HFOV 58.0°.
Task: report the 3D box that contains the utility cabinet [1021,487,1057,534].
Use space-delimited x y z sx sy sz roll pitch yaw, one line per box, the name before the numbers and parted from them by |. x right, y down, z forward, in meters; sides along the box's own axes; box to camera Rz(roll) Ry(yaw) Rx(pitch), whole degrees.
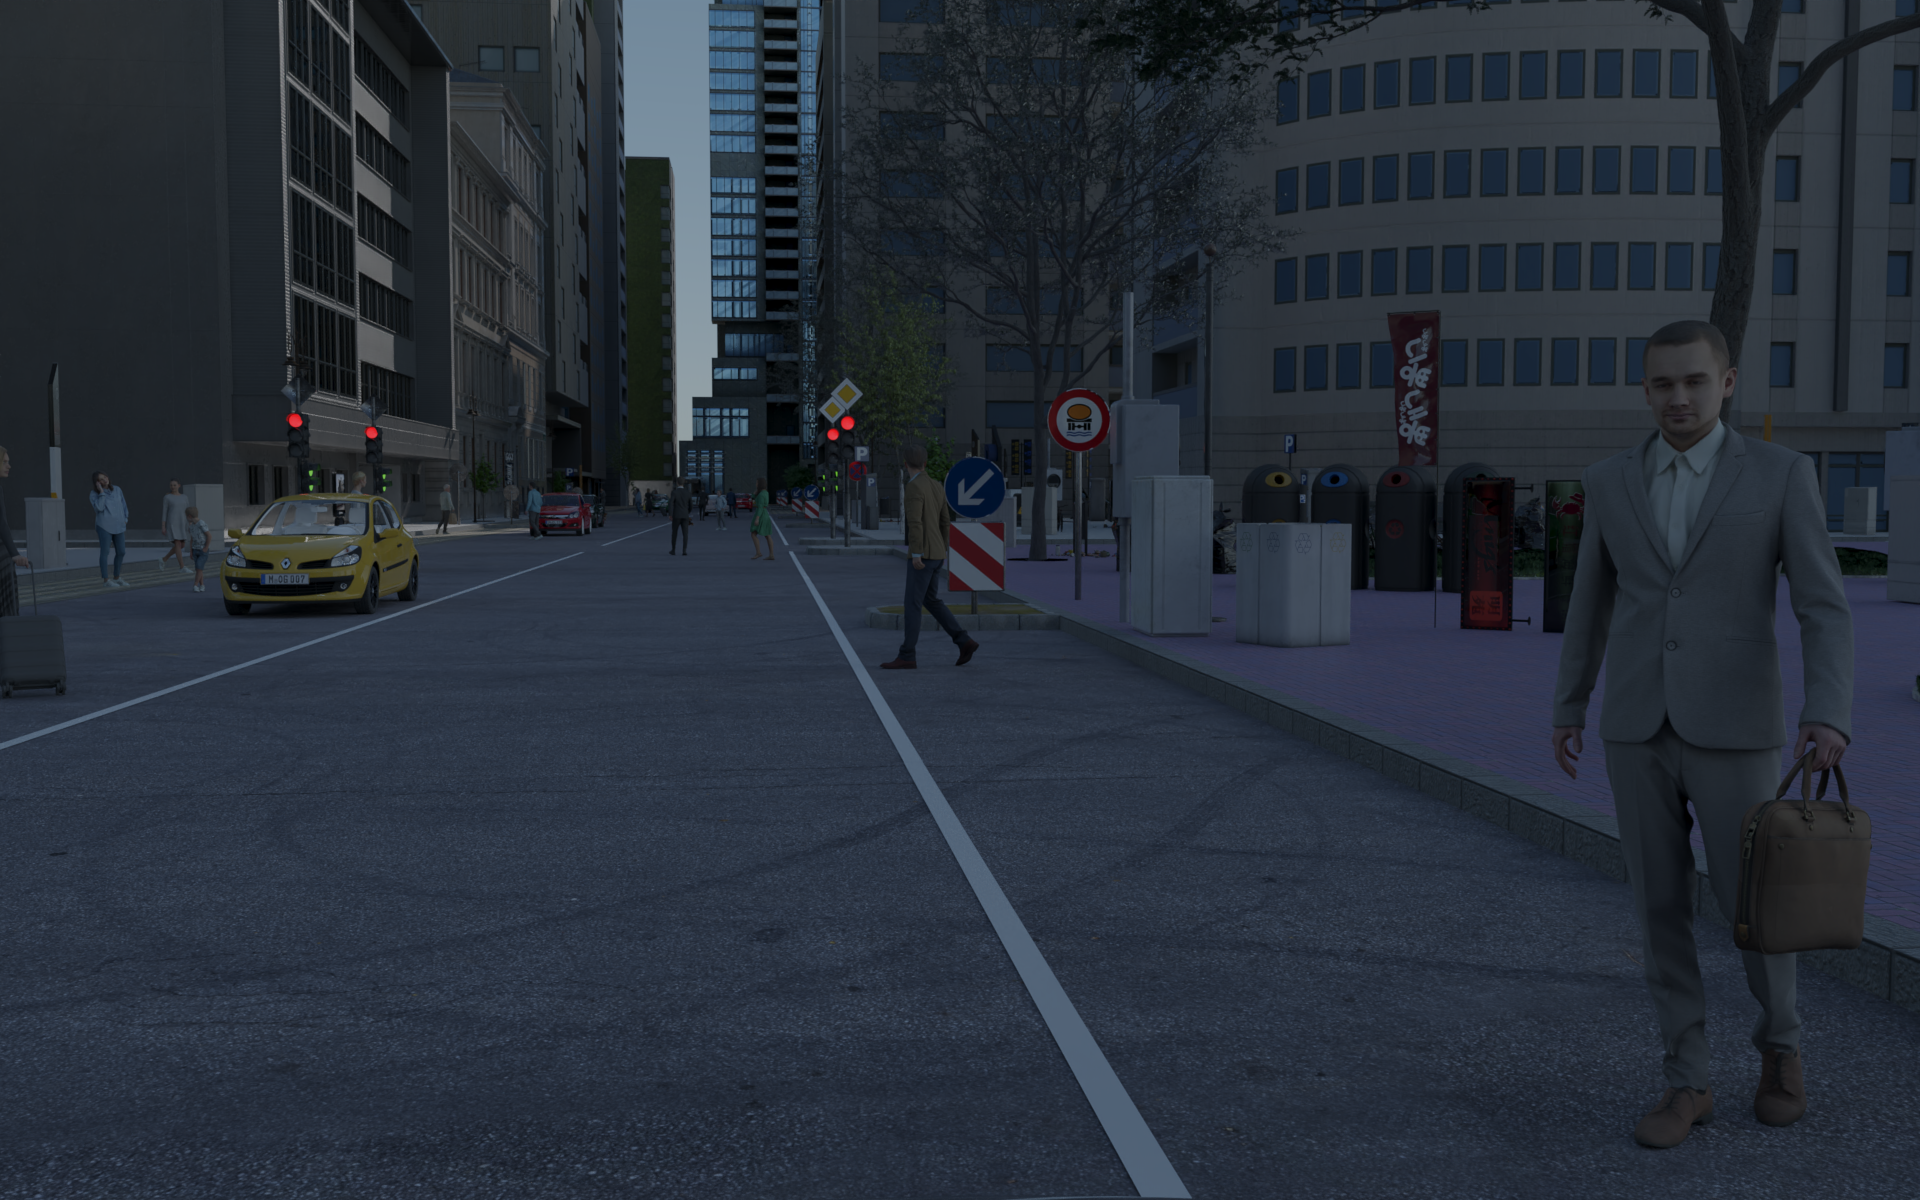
utility cabinet | 2.504 -2.811 54.641 1.173 1.500 0.318 3 4 38

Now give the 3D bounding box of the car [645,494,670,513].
car | -23.221 -7.440 133.447 2.131 1.459 4.920 0 4 -6

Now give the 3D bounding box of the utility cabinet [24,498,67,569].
utility cabinet | -15.854 -1.156 30.060 0.306 1.237 1.020 0 4 -7

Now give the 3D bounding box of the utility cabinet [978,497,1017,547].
utility cabinet | 0.834 -1.874 41.800 1.020 1.237 0.306 1 4 15

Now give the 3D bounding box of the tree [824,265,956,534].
tree | -1.972 -6.393 54.885 4.737 8.622 4.395 0 3 0

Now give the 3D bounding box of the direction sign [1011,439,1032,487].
direction sign | 2.542 -4.867 71.568 0.876 3.537 0.379 1 4 18

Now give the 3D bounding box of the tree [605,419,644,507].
tree | -32.752 -13.402 169.489 4.737 8.622 4.395 0 3 0

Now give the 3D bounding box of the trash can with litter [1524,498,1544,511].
trash can with litter | 16.964 -2.490 52.096 1.055 1.170 0.624 0 4 -7

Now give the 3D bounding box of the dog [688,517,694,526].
dog | -12.341 -3.581 78.742 0.550 0.427 0.748 1 4 20

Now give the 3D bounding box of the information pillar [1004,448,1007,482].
information pillar | 2.340 -5.967 88.908 0.183 3.616 0.504 1 4 14

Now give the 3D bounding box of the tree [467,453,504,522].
tree | -21.984 -5.244 80.346 1.663 3.219 1.824 0 3 0

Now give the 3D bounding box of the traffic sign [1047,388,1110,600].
traffic sign | 1.432 -1.273 20.921 0.768 2.556 0.104 0 4 -2

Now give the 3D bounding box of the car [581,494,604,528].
car | -16.234 -3.927 73.994 2.009 1.686 4.222 0 4 -6

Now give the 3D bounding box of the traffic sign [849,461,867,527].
traffic sign | -4.002 -4.114 67.371 0.768 2.556 0.104 0 4 -3

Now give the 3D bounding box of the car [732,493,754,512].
car | -17.442 -7.891 138.056 2.155 1.783 4.494 0 4 -8

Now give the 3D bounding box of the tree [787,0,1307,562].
tree | 1.644 -7.490 32.825 12.009 13.543 11.850 0 3 0

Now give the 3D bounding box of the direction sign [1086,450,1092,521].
direction sign | 6.239 -5.631 84.061 0.379 3.537 0.876 1 4 21

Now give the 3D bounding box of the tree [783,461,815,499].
tree | -16.081 -11.541 172.410 4.285 4.588 4.351 0 3 0

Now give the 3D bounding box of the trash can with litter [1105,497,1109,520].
trash can with litter | 7.455 -4.569 86.097 1.055 1.170 0.624 3 4 36

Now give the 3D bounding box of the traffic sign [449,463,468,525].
traffic sign | -20.761 -4.380 71.722 0.768 2.556 0.104 0 4 -4

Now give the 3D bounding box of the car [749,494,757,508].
car | -19.393 -9.336 162.867 2.015 1.641 3.980 0 4 -7

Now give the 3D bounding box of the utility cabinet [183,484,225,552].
utility cabinet | -16.795 -1.821 38.451 0.318 1.500 1.173 0 4 5

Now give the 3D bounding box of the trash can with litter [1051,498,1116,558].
trash can with litter | 2.566 -1.500 35.588 1.678 1.210 2.233 -2 4 -25

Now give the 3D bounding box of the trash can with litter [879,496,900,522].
trash can with litter | -3.008 -4.176 79.339 2.233 1.210 1.678 -1 4 -12

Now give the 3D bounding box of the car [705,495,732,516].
car | -15.855 -6.179 113.380 2.083 1.381 4.827 0 4 -6

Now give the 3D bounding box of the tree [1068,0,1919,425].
tree | 3.876 -4.511 8.168 7.601 10.594 8.767 3 5 43

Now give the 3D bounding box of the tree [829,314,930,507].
tree | -3.362 -7.325 70.132 4.360 8.622 3.978 0 3 0

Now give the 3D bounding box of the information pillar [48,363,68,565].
information pillar | -16.078 -2.412 30.798 0.183 3.616 0.504 -1 4 -16

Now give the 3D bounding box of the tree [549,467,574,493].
tree | -28.204 -7.790 121.965 1.663 3.219 1.824 0 3 0

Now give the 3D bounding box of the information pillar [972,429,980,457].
information pillar | 0.553 -4.317 61.930 0.183 3.616 0.504 -2 4 -28

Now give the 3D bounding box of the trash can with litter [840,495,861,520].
trash can with litter | -5.374 -4.696 87.837 2.233 1.210 1.678 -3 5 -44

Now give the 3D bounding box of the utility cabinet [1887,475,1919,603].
utility cabinet | 11.248 -0.698 20.094 0.318 1.500 1.173 0 4 -1

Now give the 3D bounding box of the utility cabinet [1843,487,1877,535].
utility cabinet | 28.184 -2.788 54.257 0.318 1.500 1.173 0 4 -7

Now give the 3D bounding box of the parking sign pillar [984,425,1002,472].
parking sign pillar | 1.294 -4.801 66.976 1.447 3.967 1.447 -1 4 -10

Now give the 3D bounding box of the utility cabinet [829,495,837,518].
utility cabinet | -6.754 -4.964 92.327 0.306 1.237 1.020 -1 4 -11

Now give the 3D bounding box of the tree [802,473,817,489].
tree | -13.851 -10.107 159.856 1.663 3.219 1.824 0 3 0

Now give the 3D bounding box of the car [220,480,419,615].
car | -7.981 -0.706 21.774 2.015 1.641 3.980 0 4 -7

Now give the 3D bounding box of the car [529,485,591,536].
car | -13.913 -3.140 60.382 2.155 1.783 4.494 0 4 -7

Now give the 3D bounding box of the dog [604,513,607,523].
dog | -17.492 -4.010 84.856 0.540 0.507 0.406 0 4 4

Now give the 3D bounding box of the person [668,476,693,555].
person | -6.582 -1.973 40.536 0.659 1.850 0.755 -2 4 -25

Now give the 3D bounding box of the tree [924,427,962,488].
tree | -0.796 -3.387 49.986 1.663 3.219 1.824 0 3 0

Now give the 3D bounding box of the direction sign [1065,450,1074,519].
direction sign | 5.792 -5.898 88.432 0.876 3.537 0.379 -1 4 -19
